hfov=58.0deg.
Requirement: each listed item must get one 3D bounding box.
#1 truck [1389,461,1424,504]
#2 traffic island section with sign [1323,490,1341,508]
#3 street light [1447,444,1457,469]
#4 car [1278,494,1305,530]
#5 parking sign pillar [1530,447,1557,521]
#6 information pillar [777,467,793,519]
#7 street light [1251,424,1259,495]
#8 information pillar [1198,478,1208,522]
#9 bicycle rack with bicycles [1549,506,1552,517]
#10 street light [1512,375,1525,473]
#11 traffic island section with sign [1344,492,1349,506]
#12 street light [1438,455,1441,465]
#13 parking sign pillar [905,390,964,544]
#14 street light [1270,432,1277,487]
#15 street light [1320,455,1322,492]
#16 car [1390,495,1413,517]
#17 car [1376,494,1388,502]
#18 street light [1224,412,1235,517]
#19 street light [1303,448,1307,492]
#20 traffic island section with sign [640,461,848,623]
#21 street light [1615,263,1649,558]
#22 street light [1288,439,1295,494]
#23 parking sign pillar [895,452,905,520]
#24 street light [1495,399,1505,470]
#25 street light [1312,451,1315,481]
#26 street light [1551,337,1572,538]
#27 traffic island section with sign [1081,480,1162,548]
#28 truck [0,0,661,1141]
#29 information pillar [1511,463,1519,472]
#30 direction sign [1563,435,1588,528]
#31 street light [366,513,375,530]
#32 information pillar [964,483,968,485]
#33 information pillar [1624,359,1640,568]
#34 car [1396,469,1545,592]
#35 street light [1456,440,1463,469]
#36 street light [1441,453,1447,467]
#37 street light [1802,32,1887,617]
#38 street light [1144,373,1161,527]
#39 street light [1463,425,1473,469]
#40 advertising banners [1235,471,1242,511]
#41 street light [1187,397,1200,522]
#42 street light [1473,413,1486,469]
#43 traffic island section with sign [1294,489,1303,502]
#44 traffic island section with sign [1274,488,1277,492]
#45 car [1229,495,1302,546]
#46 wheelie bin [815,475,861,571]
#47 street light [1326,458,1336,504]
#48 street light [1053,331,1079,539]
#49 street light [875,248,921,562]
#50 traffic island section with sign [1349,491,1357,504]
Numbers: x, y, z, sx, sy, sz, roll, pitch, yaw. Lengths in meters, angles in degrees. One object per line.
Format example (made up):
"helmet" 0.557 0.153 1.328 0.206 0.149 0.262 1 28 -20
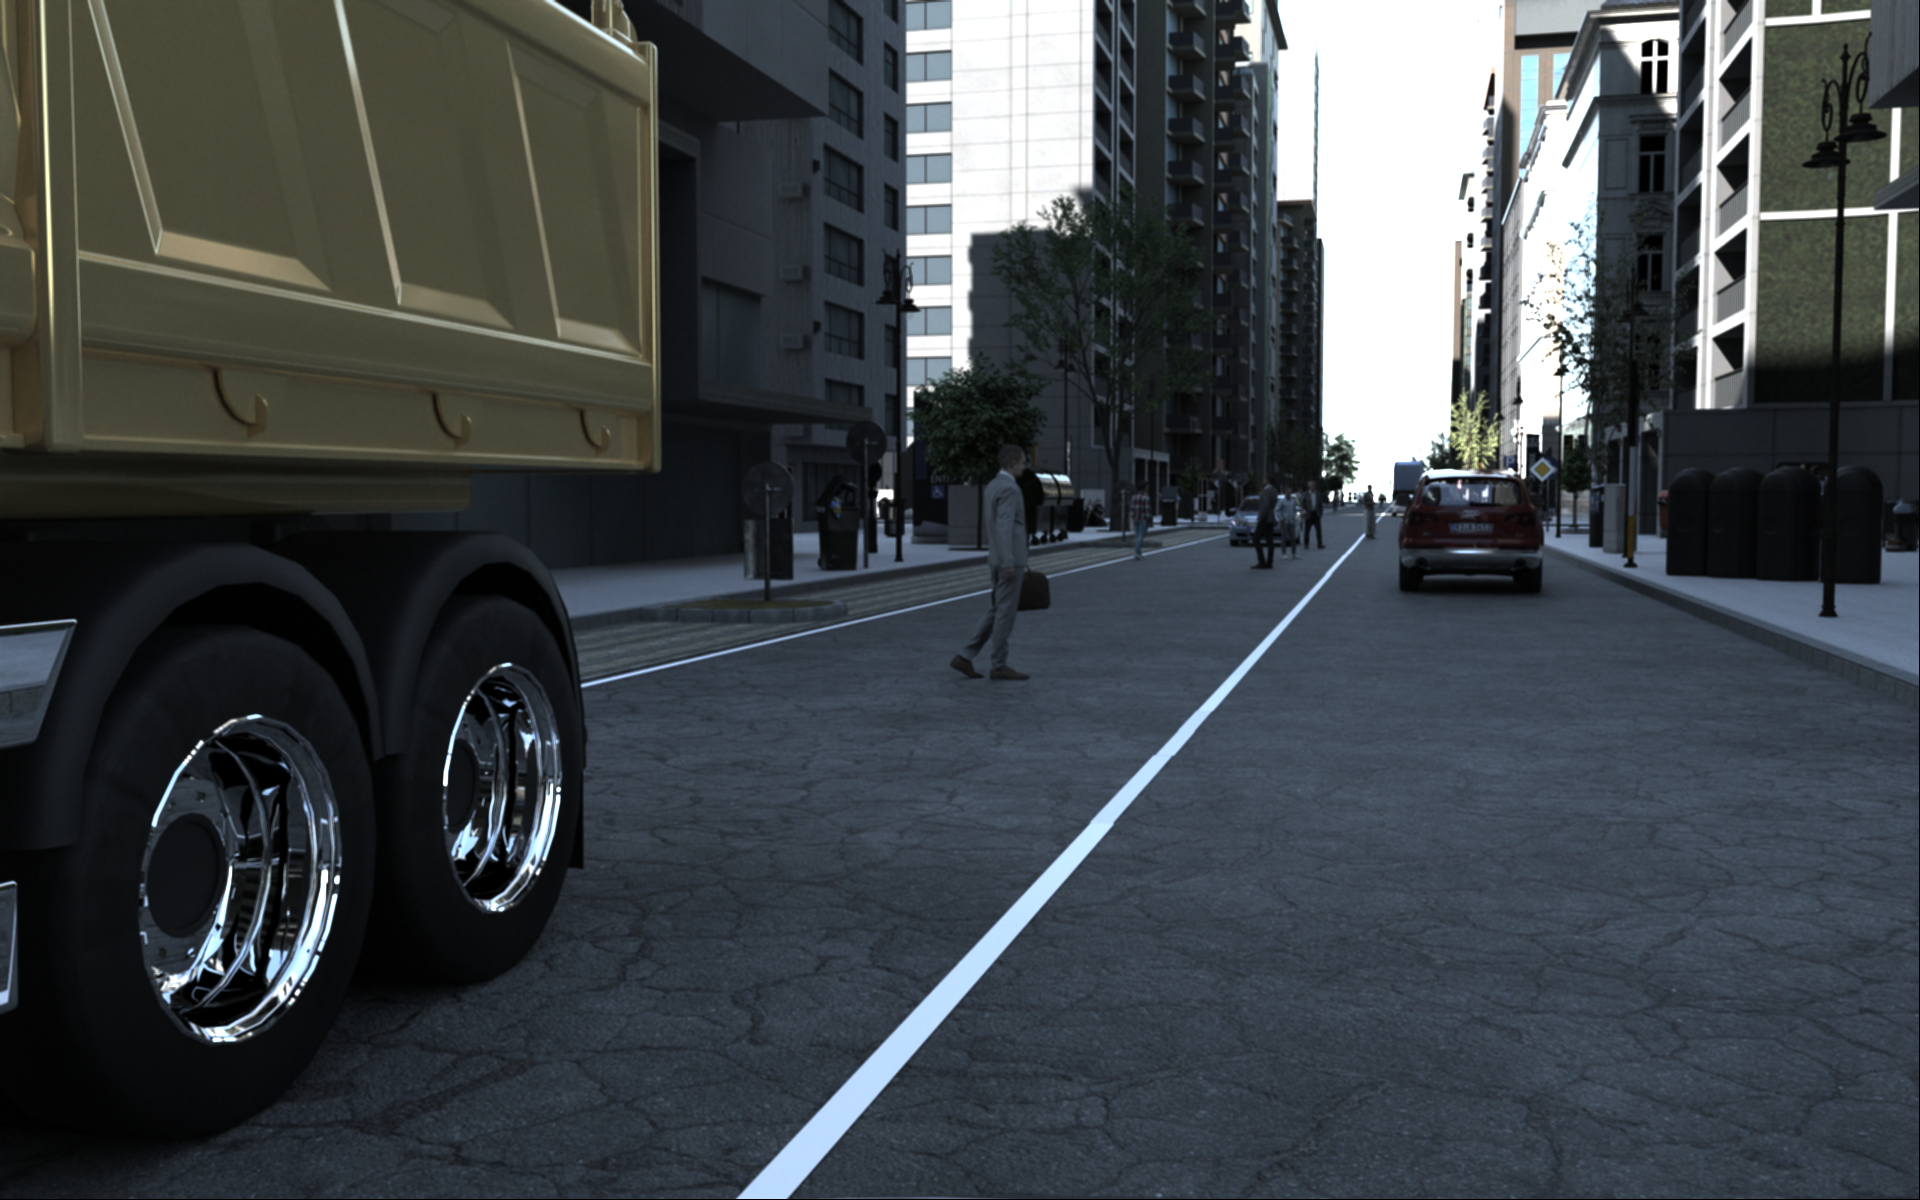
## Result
"truck" 35.064 -8.871 134.800 2.967 4.110 18.799 1 4 13
"traffic island section with sign" 37.170 -10.185 175.148 1.989 1.847 2.006 1 4 14
"street light" 44.650 -11.269 157.028 0.468 5.910 1.993 1 4 14
"car" 12.579 -3.565 68.069 2.009 1.686 4.222 1 4 13
"parking sign pillar" 27.261 -5.712 81.858 1.447 3.967 1.447 -3 5 -41
"information pillar" -4.689 -2.566 46.439 0.304 2.012 0.304 2 4 34
"street light" 19.040 -8.517 112.044 0.468 5.910 1.993 1 4 14
"information pillar" 11.275 -4.645 80.435 0.304 2.012 0.304 -2 4 -29
"bicycle rack with bicycles" 31.234 -5.038 95.748 2.925 0.926 2.852 -1 4 -11
"street light" 21.714 -5.792 67.489 0.468 5.910 1.993 1 4 14
"traffic island section with sign" 43.916 -11.805 201.632 1.989 1.847 2.006 1 4 14
"street light" 52.935 -13.278 189.879 0.468 5.910 1.993 1 4 14
"parking sign pillar" -0.559 -3.447 44.828 1.447 3.967 1.447 0 4 5
"street light" 23.428 -9.571 129.281 0.468 5.910 1.993 1 4 14
"street light" 42.210 -14.050 202.501 0.468 5.910 1.993 1 4 14
"car" 28.835 -6.080 111.776 2.083 1.381 4.827 1 4 13
"car" 73.756 -17.880 302.563 2.015 1.641 3.980 1 4 13
"street light" 14.914 -7.528 95.871 0.468 5.910 1.993 1 4 14
"street light" 33.795 -12.053 169.856 0.468 5.910 1.993 1 4 14
"traffic island section with sign" -2.389 -0.698 20.044 1.989 1.847 2.006 1 4 14
"street light" 13.462 -3.794 34.816 0.468 5.910 1.993 1 4 14
"street light" 27.736 -10.591 145.954 0.468 5.910 1.993 1 4 14
"parking sign pillar" -2.437 -5.881 84.632 1.447 3.967 1.447 3 5 43
"street light" 25.597 -6.697 82.278 0.468 5.910 1.993 1 4 14
"street light" 37.965 -13.049 186.136 0.468 5.910 1.993 1 4 14
"street light" 17.687 -4.785 51.026 0.468 5.910 1.993 1 4 14
"traffic island section with sign" 4.408 -2.327 46.672 1.989 1.847 2.006 1 4 14
"truck" -3.324 -0.361 1.819 3.469 3.379 9.791 1 4 12
"information pillar" 34.523 -7.131 107.942 0.504 3.616 0.183 1 4 9
"direction sign" 23.471 -4.533 66.115 0.876 3.537 0.379 1 4 14
"street light" -5.500 -2.645 16.040 0.468 5.910 1.993 1 4 14
"information pillar" 0.206 -6.171 92.247 0.183 3.616 0.504 3 5 43
"information pillar" 11.817 -2.387 30.385 0.183 3.616 0.504 2 4 28
"car" 7.930 -1.117 26.944 2.281 1.827 5.304 1 4 16
"street light" 38.201 -9.718 131.675 0.468 5.910 1.993 1 4 14
"street light" 48.669 -12.259 173.229 0.468 5.910 1.993 1 4 14
"street light" 9.088 -2.762 17.948 0.468 5.910 1.993 1 4 14
"street light" 7.367 -5.728 66.444 0.468 5.910 1.993 1 4 14
"street light" 33.975 -8.726 115.453 0.468 5.910 1.993 1 4 14
"advertising banners" 21.142 -8.258 131.200 0.090 3.025 2.074 1 4 23
"street light" 10.659 -6.505 79.149 0.468 5.910 1.993 1 4 14
"street light" 29.693 -7.707 98.804 0.468 5.910 1.993 1 4 14
"traffic island section with sign" 24.859 -7.232 126.874 1.989 1.847 2.006 1 4 14
"traffic island section with sign" 18.106 -5.613 100.406 1.989 1.847 2.006 1 4 14
"car" 8.686 -2.265 49.038 2.014 1.417 4.499 1 4 15
"wheelie bin" -2.050 -1.308 29.296 0.693 1.594 0.980 -1 4 -19
"street light" 50.161 -15.982 234.098 0.468 5.910 1.993 1 4 14
"street light" 3.012 -4.681 49.330 0.468 5.910 1.993 1 4 14
"street light" -1.162 -3.670 32.796 0.468 5.910 1.993 1 4 14
"traffic island section with sign" 57.392 -15.036 254.459 1.989 1.847 2.006 1 4 14
